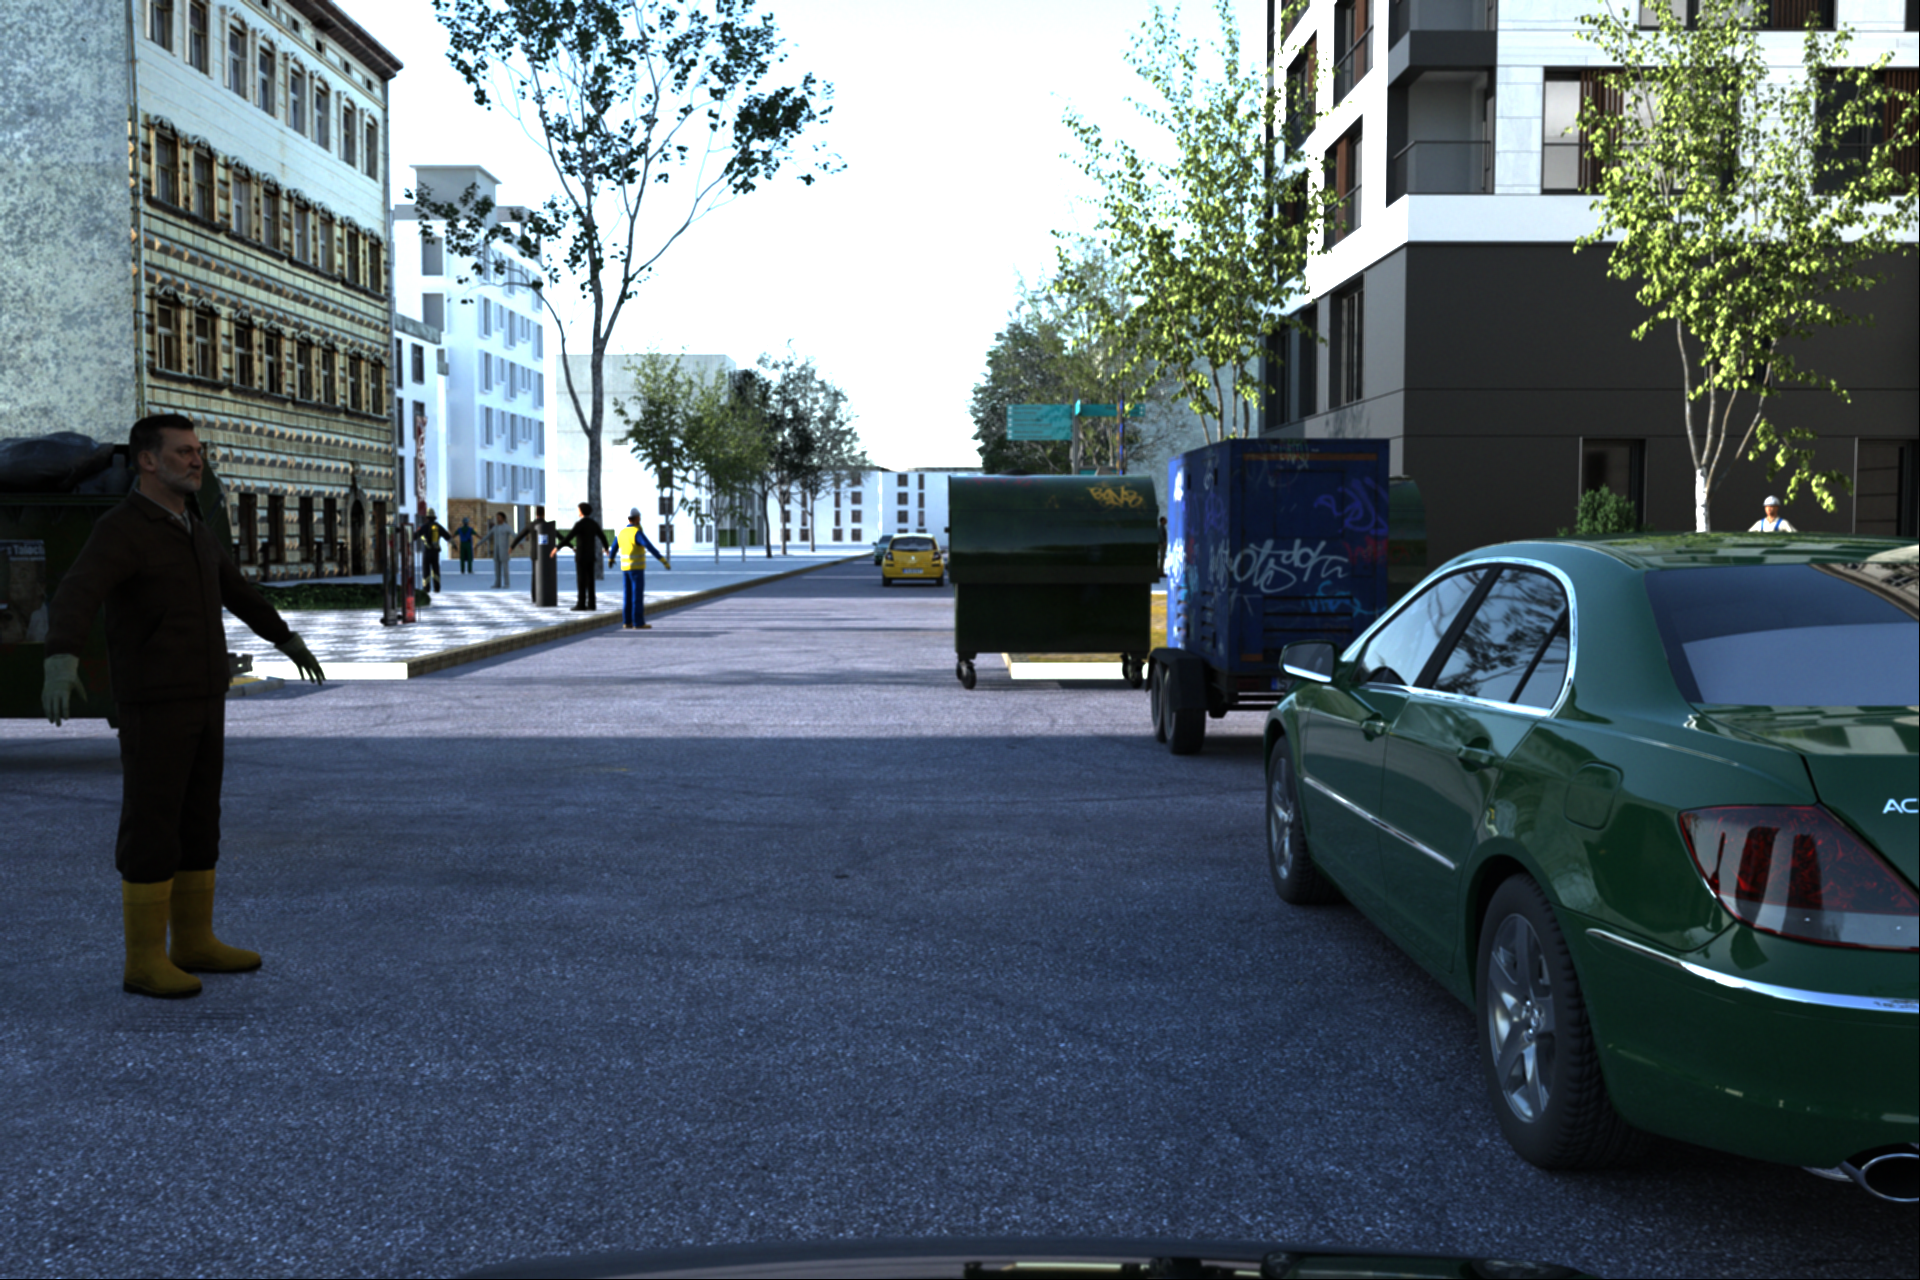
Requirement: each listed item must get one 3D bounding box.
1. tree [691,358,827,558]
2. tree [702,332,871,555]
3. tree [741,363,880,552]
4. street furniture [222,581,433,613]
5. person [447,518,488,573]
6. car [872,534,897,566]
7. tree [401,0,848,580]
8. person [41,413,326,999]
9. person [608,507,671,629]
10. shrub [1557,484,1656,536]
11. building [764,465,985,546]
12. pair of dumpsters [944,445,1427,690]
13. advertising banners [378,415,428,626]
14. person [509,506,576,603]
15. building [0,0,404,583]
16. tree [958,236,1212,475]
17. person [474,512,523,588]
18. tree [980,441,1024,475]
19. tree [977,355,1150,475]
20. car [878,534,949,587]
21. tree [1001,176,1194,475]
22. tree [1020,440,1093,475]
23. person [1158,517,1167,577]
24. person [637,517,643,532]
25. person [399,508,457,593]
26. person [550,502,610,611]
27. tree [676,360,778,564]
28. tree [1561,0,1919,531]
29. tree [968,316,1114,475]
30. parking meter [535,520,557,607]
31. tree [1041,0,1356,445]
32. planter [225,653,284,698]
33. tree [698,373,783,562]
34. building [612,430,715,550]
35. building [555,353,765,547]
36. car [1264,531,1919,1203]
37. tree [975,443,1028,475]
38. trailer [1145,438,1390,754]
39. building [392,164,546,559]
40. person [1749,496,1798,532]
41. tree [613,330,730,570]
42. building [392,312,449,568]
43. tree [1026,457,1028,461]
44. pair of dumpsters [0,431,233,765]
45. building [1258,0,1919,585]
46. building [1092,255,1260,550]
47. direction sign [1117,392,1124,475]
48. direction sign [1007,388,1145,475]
[{"bbox_3d":[-10.534,-9.667,92.460,7.601,10.594,8.767,1,4,9],"label":"tree"},{"bbox_3d":[-10.802,-11.945,105.668,12.009,13.543,11.850,0,3,0],"label":"tree"},{"bbox_3d":[-10.684,-13.031,123.427,12.009,13.543,11.850,0,3,0],"label":"tree"},{"bbox_3d":[-14.377,-0.941,31.015,10.072,0.657,5.734,3,5,40],"label":"street furniture"},{"bbox_3d":[-16.139,-3.090,56.648,1.347,1.817,0.704,0,4,4],"label":"person"},{"bbox_3d":[-2.984,-4.187,80.249,2.131,1.459,4.920,0,4,0],"label":"car"},{"bbox_3d":[-9.563,-11.828,49.285,12.611,20.169,13.585,0,3,0],"label":"tree"},{"bbox_3d":[-2.479,0.189,5.504,0.704,1.812,1.346,1,4,11],"label":"person"},{"bbox_3d":[-4.921,-1.090,26.250,1.349,1.833,0.705,3,4,39],"label":"person"},{"bbox_3d":[10.016,-1.406,27.033,1.661,2.075,1.752,0,3,0],"label":"shrub"},{"bbox_3d":[-9.684,-16.374,212.311,28.070,9.664,9.099,0,4,1],"label":"building"},{"bbox_3d":[2.070,-0.705,16.475,4.436,2.255,1.574,0,4,-1],"label":"pair of dumpsters"},{"bbox_3d":[-7.963,-1.756,24.899,0.090,3.025,2.074,0,4,1],"label":"advertising banners"},{"bbox_3d":[-7.823,-1.599,32.372,1.346,1.802,0.704,1,4,9],"label":"person"},{"bbox_3d":[-27.500,-13.203,46.804,19.493,23.208,18.063,0,4,-1],"label":"building"},{"bbox_3d":[5.010,-9.788,70.400,12.009,13.543,11.850,0,3,0],"label":"tree"},{"bbox_3d":[-10.909,-2.137,41.127,1.347,1.806,0.705,1,4,20],"label":"person"},{"bbox_3d":[4.534,-11.549,123.243,7.601,10.594,8.767,0,4,6],"label":"tree"},{"bbox_3d":[5.046,-9.169,84.323,8.767,10.594,7.601,0,4,1],"label":"tree"},{"bbox_3d":[-1.302,-2.344,48.549,2.015,1.641,3.980,0,4,-1],"label":"car"},{"bbox_3d":[3.352,-5.179,35.040,4.360,8.622,3.978,0,3,0],"label":"tree"},{"bbox_3d":[4.922,-8.591,90.822,4.737,8.622,4.395,0,3,0],"label":"tree"},{"bbox_3d":[6.047,-2.764,51.460,0.705,1.796,1.348,0,4,7],"label":"person"},{"bbox_3d":[-9.382,-2.706,50.217,0.705,1.833,1.349,-1,4,-10],"label":"person"},{"bbox_3d":[-11.604,-1.966,37.927,1.354,1.856,0.705,-3,5,-43],"label":"person"},{"bbox_3d":[-6.283,-1.391,28.936,0.705,1.806,1.347,2,4,31],"label":"person"},{"bbox_3d":[-10.191,-7.534,73.540,4.737,8.622,4.395,0,3,0],"label":"tree"},{"bbox_3d":[8.719,-4.246,19.785,4.737,8.622,4.395,0,3,0],"label":"tree"},{"bbox_3d":[4.891,-11.811,99.764,9.857,13.997,8.962,0,3,0],"label":"tree"},{"bbox_3d":[-7.324,-1.359,30.636,0.372,1.533,0.369,0,3,0],"label":"parking meter"},{"bbox_3d":[3.357,-4.438,22.921,4.737,8.622,4.395,0,3,0],"label":"tree"},{"bbox_3d":[-7.308,0.333,15.699,1.991,0.319,1.994,0,4,0],"label":"planter"},{"bbox_3d":[-9.914,-7.886,79.292,4.360,8.622,3.978,0,3,0],"label":"tree"},{"bbox_3d":[-26.213,-12.936,153.651,9.099,9.664,28.070,0,4,-1],"label":"building"},{"bbox_3d":[-31.176,-19.510,185.453,16.747,18.905,31.486,0,4,0],"label":"building"},{"bbox_3d":[2.166,0.395,5.344,2.131,1.459,4.920,0,4,-1],"label":"car"},{"bbox_3d":[5.079,-10.643,108.424,8.767,10.594,7.601,0,4,3],"label":"tree"},{"bbox_3d":[2.050,-0.322,12.309,1.471,1.999,3.904,0,4,-1],"label":"trailer"},{"bbox_3d":[-29.519,-14.289,90.045,16.016,20.090,11.380,0,4,-1],"label":"building"},{"bbox_3d":[12.179,-1.235,26.044,0.705,1.847,1.347,-3,5,-42],"label":"person"},{"bbox_3d":[-10.433,-6.827,61.979,4.737,8.622,4.395,0,3,0],"label":"tree"},{"bbox_3d":[-25.863,-7.899,71.293,9.099,9.664,28.070,0,4,0],"label":"building"},{"bbox_3d":[5.104,-10.161,116.495,4.360,8.622,3.978,0,3,0],"label":"tree"},{"bbox_3d":[-6.995,-0.354,10.735,4.436,2.255,1.574,0,4,-1],"label":"pair of dumpsters"},{"bbox_3d":[21.547,-12.387,46.507,27.936,21.610,32.646,0,4,-1],"label":"building"},{"bbox_3d":[20.246,-19.218,145.147,19.493,23.208,18.063,0,4,-1],"label":"building"},{"bbox_3d":[2.600,-2.212,28.160,0.379,3.537,0.876,0,4,0],"label":"direction sign"},{"bbox_3d":[2.119,-2.600,31.280,2.525,3.948,1.411,0,4,1],"label":"direction sign"}]
